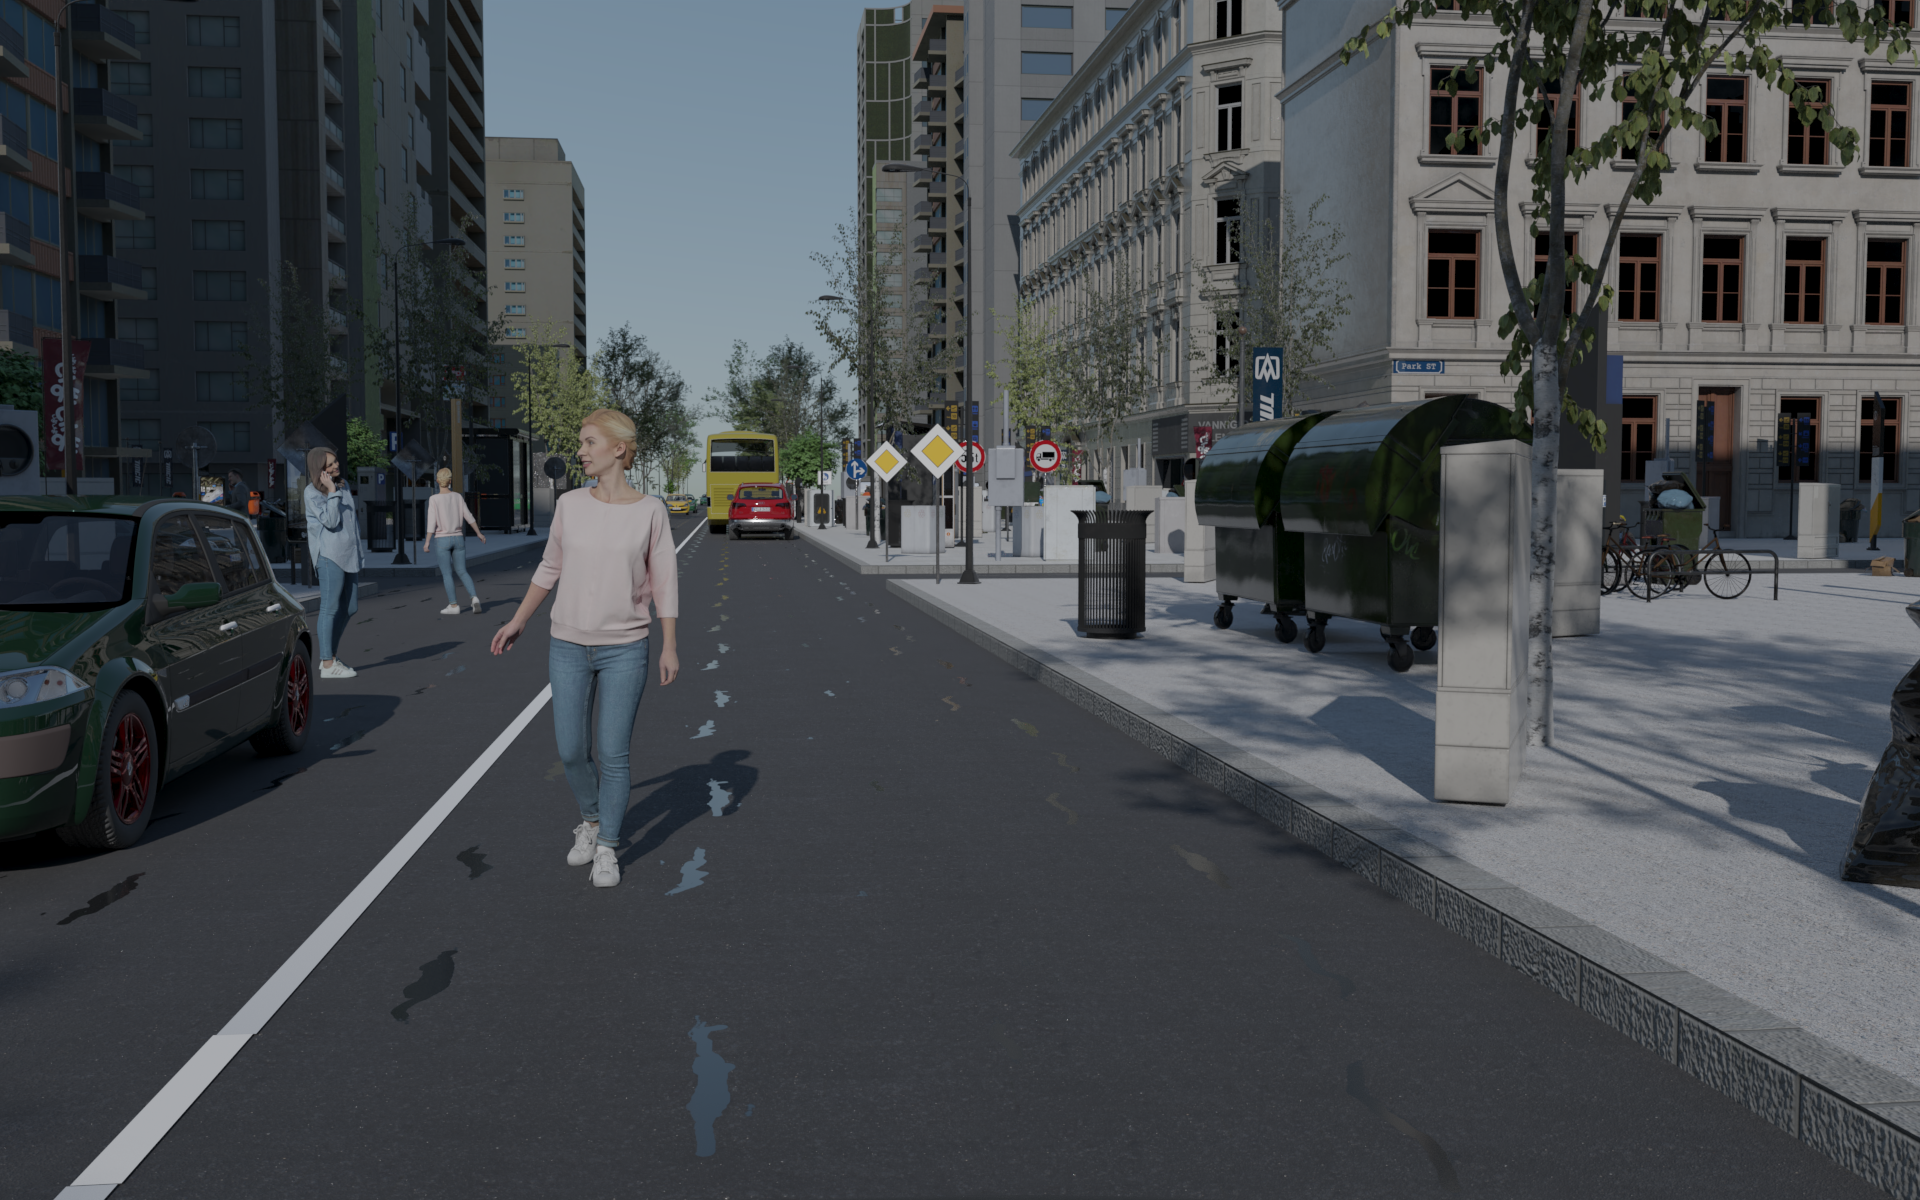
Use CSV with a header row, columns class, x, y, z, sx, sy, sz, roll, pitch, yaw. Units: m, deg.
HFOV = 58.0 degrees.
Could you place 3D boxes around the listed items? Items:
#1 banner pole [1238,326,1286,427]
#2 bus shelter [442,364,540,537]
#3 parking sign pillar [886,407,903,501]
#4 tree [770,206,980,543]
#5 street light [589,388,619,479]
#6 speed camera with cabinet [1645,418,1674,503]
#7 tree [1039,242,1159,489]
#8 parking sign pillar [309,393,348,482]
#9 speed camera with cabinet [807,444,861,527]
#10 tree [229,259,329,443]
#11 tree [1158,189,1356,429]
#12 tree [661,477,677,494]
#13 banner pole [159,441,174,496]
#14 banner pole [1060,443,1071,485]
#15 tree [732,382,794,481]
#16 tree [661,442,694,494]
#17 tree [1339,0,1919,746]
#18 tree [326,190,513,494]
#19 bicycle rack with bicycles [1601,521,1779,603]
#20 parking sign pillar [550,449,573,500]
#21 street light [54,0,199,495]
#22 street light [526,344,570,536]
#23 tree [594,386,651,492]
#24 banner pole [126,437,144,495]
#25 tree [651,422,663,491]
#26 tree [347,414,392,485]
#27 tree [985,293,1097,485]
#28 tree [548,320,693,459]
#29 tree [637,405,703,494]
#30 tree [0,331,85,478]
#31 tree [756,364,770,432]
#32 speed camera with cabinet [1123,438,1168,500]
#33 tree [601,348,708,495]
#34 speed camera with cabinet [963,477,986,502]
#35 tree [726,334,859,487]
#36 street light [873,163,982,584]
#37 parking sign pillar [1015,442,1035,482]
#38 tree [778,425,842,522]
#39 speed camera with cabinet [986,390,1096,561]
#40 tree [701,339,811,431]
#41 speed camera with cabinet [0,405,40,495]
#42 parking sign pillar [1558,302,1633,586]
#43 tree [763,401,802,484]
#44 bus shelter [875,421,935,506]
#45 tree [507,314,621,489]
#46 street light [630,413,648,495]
class,x,y,z,sx,sy,sz,roll,pitch,yaw
banner pole,4.448,-2.200,25.987,0.863,3.779,0.401,0,4,-6
bus shelter,-15.222,-4.805,56.193,2.179,5.291,8.768,0,4,-8
parking sign pillar,-1.949,-3.829,51.077,1.447,3.967,1.447,0,3,0
tree,-1.941,-5.786,44.958,4.360,8.622,3.978,0,3,0
street light,-15.686,-6.337,76.152,1.470,5.913,1.316,0,4,-8
speed camera with cabinet,18.665,-3.149,45.820,0.660,3.252,2.038,3,4,36
tree,4.266,-6.177,51.350,4.360,8.622,3.978,0,3,0
parking sign pillar,-16.850,-3.509,45.837,1.447,3.967,1.447,2,4,27
speed camera with cabinet,-4.935,-4.486,67.687,2.038,3.252,0.660,-1,4,-19
tree,-20.427,-6.345,54.101,4.360,8.622,3.978,0,3,0
tree,7.468,-5.550,41.101,4.360,8.622,3.978,0,3,0
tree,-30.443,-11.493,182.504,1.663,3.219,1.824,0,3,0
banner pole,-37.672,-5.634,82.131,0.401,3.779,0.863,2,4,32
banner pole,5.221,-5.838,85.461,0.863,3.779,0.401,3,5,44
tree,-19.512,-15.618,173.477,7.486,12.596,7.792,0,3,0
tree,-40.248,-17.996,244.600,4.737,8.622,4.395,0,3,0
tree,3.199,-3.564,8.632,4.737,8.622,4.395,0,3,0
tree,-12.749,-5.610,42.089,4.360,8.622,3.978,0,3,0
bicycle rack with bicycles,8.591,-0.503,21.604,2.925,0.926,2.852,-1,4,-13
parking sign pillar,-23.821,-7.040,103.576,1.447,3.967,1.447,-3,5,-43
street light,-7.659,-2.654,15.941,1.470,5.913,1.316,0,4,-8
street light,-12.725,-4.954,53.533,1.470,5.913,1.316,0,4,-8
tree,-21.976,-9.789,110.420,4.360,8.622,3.978,0,3,0
banner pole,-36.596,-5.305,76.746,0.863,3.779,0.401,-3,5,-42
tree,-22.646,-10.492,121.900,4.360,8.622,3.978,0,3,0
tree,-23.328,-5.008,65.594,4.285,4.588,4.351,0,3,0
tree,2.803,-6.895,63.104,4.737,8.622,4.395,0,3,0
tree,-18.676,-9.689,92.820,7.601,10.594,8.767,2,4,25
tree,-33.081,-16.590,197.003,9.928,11.665,9.643,0,3,0
tree,-18.477,-3.019,33.079,4.285,4.588,4.351,0,3,0
tree,-8.572,-8.544,90.057,4.360,8.622,3.978,0,3,0
speed camera with cabinet,6.693,-4.153,62.244,0.660,3.252,2.038,3,5,43
tree,-26.147,-14.267,143.638,12.009,13.543,11.850,0,3,0
speed camera with cabinet,1.318,-5.176,78.970,2.038,3.252,0.660,0,4,8
tree,-9.160,-10.186,100.949,7.601,10.594,8.767,2,4,31
street light,-0.404,-3.181,24.544,1.470,5.913,1.316,0,4,-8
parking sign pillar,3.526,-6.202,89.875,1.447,3.967,1.447,-1,4,-17
tree,-6.974,-5.970,81.315,4.285,4.588,4.351,0,3,0
speed camera with cabinet,1.578,-2.379,33.230,2.038,3.252,0.660,0,4,4
tree,-24.827,-21.800,212.312,12.611,20.169,13.585,0,3,0
speed camera with cabinet,-21.763,-2.813,40.323,0.660,3.252,2.038,2,4,32
parking sign pillar,8.869,-2.217,24.718,1.447,3.967,1.447,-1,4,-14
tree,-13.323,-11.171,133.010,4.737,8.622,4.395,0,3,0
bus shelter,-1.853,-4.055,57.576,1.731,3.624,6.357,0,4,-8
tree,-16.584,-7.366,70.802,4.737,8.622,4.395,0,3,0
street light,-18.883,-7.771,99.598,1.470,5.913,1.316,0,4,-8
